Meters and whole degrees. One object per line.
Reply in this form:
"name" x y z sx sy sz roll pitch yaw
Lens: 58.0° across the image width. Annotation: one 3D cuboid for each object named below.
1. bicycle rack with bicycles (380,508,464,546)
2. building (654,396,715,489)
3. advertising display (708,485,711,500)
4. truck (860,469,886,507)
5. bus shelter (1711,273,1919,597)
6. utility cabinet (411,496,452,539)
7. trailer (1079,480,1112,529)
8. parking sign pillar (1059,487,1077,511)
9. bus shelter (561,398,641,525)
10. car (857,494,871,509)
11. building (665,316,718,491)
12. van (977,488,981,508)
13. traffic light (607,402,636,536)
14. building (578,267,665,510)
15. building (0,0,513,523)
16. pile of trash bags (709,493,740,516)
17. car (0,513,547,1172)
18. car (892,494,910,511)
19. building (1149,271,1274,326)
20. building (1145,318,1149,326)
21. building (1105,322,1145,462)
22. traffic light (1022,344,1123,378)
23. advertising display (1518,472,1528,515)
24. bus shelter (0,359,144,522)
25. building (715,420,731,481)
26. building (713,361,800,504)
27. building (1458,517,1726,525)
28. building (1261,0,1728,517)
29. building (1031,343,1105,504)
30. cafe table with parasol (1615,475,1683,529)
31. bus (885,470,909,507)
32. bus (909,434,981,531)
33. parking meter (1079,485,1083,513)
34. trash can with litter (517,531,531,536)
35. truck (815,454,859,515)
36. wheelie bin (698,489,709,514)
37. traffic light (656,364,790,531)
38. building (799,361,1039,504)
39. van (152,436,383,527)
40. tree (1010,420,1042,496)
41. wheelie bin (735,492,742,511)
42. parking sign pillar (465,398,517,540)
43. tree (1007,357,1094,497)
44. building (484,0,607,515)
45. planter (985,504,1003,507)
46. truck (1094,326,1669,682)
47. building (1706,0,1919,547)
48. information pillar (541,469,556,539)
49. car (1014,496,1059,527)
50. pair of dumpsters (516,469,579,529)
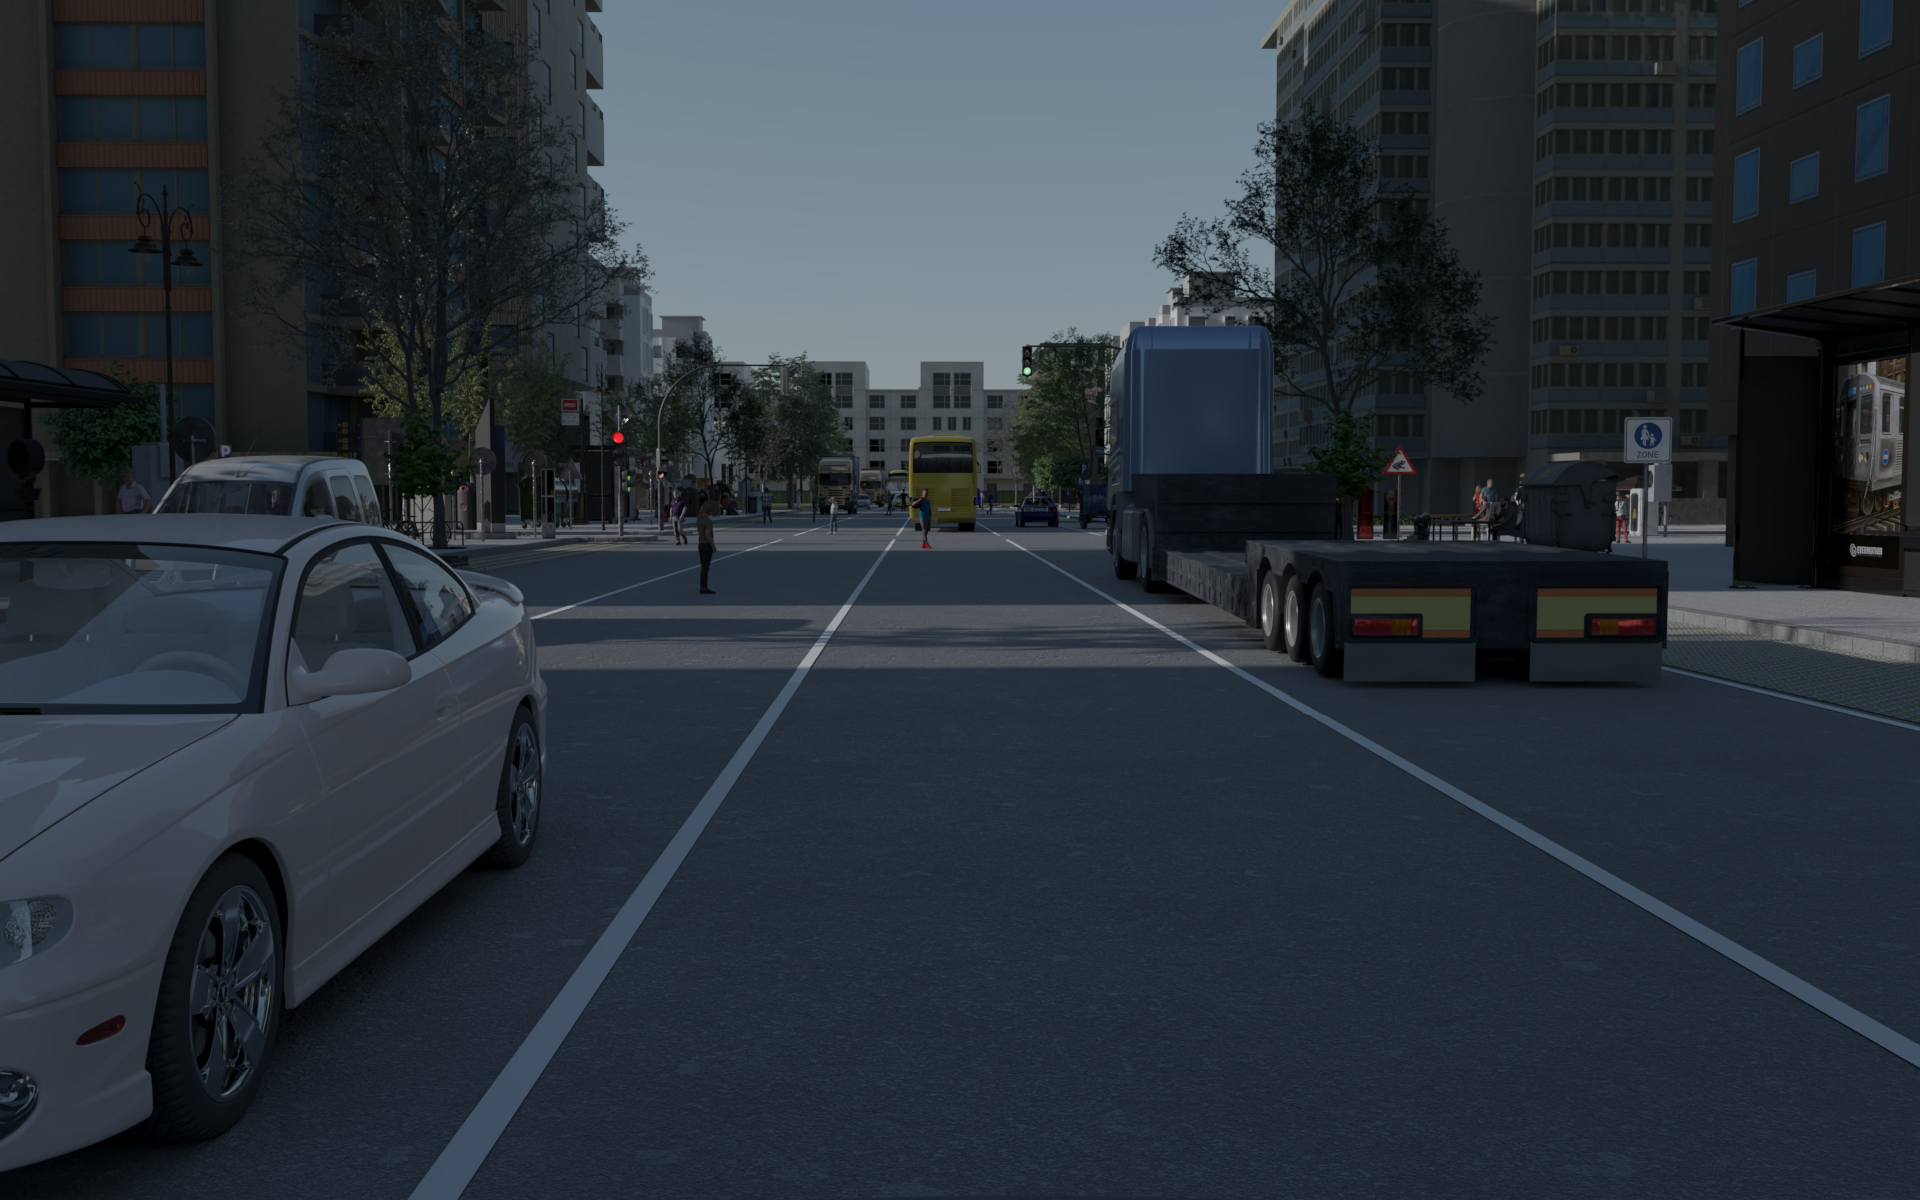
"bicycle rack with bicycles" -13.783 -1.796 42.746 2.852 0.926 2.925 2 4 31
"building" -29.524 -13.458 162.190 9.099 9.664 28.070 0 4 -1
"advertising display" -17.098 -6.918 118.324 0.123 1.923 0.974 1 4 16
"truck" -9.748 -12.485 193.043 2.839 4.237 11.283 0 3 0
"bus shelter" 11.047 -1.783 20.432 1.731 3.624 6.357 0 4 -1
"utility cabinet" -14.986 -2.473 49.113 1.173 1.500 0.318 1 4 22
"trailer" 5.648 -3.951 71.642 1.471 1.999 3.904 0 4 -2
"parking sign pillar" 8.431 -8.976 135.235 1.447 3.967 1.447 -1 4 -12
"bus shelter" -15.675 -5.976 75.335 2.179 5.291 8.768 0 4 -1
"car" -9.305 -9.243 163.131 2.014 1.417 4.499 0 4 -1
"building" -33.890 -19.881 181.478 16.016 20.091 11.380 0 4 -1
"van" 1.216 -10.525 176.467 2.240 2.365 5.245 0 4 1
"traffic light" -10.302 -3.897 52.635 0.839 4.253 0.868 0 4 -1
"building" -33.392 -17.473 142.104 16.016 20.091 11.380 0 4 -1
"building" -34.856 -26.270 84.139 22.147 44.769 28.867 0 4 -1
"pile of trash bags" -14.099 -5.739 103.592 1.912 1.369 3.447 0 4 -5
"car" -2.570 0.430 5.330 2.083 1.381 4.827 0 4 -1
"car" -5.065 -8.582 150.546 2.015 1.641 3.980 0 4 -1
"building" 25.629 -18.137 152.956 16.016 20.091 11.380 0 4 -1
"building" 25.638 -18.836 164.388 16.016 20.091 11.380 0 4 -1
"building" 25.542 -19.557 186.212 16.747 18.905 31.486 0 4 -1
"traffic light" 4.246 -4.778 52.790 4.771 5.953 1.251 0 4 -1
"advertising display" 16.965 -2.824 51.384 0.123 1.923 0.974 -2 4 -28
"bus shelter" -14.277 -1.936 25.580 2.014 3.302 5.546 0 4 -1
"building" -40.343 -15.522 195.931 28.070 9.664 9.099 0 4 -1
"building" -37.369 -22.796 239.173 31.486 18.905 16.747 0 4 -1
"building" 30.876 -24.162 86.925 23.993 40.220 32.217 0 4 -1
"building" 35.400 -26.250 121.074 32.217 40.220 23.993 0 4 -1
"building" 26.954 -24.516 244.807 32.646 21.610 27.936 0 4 -1
"cafe table with parasol" 28.309 -4.005 70.343 2.610 1.966 2.610 -1 4 -9
"bus" -6.305 -11.569 180.699 2.896 3.916 12.252 0 4 -2
"bus" -0.581 -4.803 70.081 2.896 3.916 12.252 0 4 0
"parking meter" 7.942 -6.510 112.142 0.255 1.863 0.399 -3 5 -42
"trash can with litter" -13.881 -2.525 52.342 2.233 1.210 1.678 -3 5 -45
"truck" -8.696 -8.291 124.473 2.839 4.237 11.283 0 4 -1
"wheelie bin" -16.262 -6.199 109.269 0.693 1.594 0.980 -2 4 -28
"traffic light" -8.367 -5.262 60.694 4.771 5.953 1.251 0 4 -1
"building" -5.429 -22.798 239.200 31.486 18.905 16.747 0 4 -1
"van" -7.224 -0.655 17.722 2.013 2.044 4.112 0 4 -1
"tree" 6.777 -12.842 160.334 4.737 8.622 4.395 0 3 0
"wheelie bin" -17.071 -7.734 134.357 0.693 1.594 0.980 1 4 20
"parking sign pillar" -13.387 -3.724 49.356 1.447 3.967 1.447 -2 4 -33
"tree" 7.537 -13.788 143.555 7.486 12.596 7.792 0 3 0
"building" -38.592 -32.017 112.711 28.713 52.752 27.495 0 4 -1
"planter" 3.715 -10.316 189.804 1.991 0.319 1.994 0 4 -1
"truck" 3.894 -1.969 21.954 2.967 4.110 18.799 0 4 -1
"building" 25.340 -23.498 34.298 14.600 45.320 14.200 0 4 -1
"information pillar" -11.894 -2.786 50.046 0.304 2.012 0.304 -3 4 -39
"car" 3.343 -3.863 75.736 1.945 1.354 3.894 0 4 -2
"pair of dumpsters" -15.635 -3.860 65.611 1.574 2.255 4.437 0 4 -1
